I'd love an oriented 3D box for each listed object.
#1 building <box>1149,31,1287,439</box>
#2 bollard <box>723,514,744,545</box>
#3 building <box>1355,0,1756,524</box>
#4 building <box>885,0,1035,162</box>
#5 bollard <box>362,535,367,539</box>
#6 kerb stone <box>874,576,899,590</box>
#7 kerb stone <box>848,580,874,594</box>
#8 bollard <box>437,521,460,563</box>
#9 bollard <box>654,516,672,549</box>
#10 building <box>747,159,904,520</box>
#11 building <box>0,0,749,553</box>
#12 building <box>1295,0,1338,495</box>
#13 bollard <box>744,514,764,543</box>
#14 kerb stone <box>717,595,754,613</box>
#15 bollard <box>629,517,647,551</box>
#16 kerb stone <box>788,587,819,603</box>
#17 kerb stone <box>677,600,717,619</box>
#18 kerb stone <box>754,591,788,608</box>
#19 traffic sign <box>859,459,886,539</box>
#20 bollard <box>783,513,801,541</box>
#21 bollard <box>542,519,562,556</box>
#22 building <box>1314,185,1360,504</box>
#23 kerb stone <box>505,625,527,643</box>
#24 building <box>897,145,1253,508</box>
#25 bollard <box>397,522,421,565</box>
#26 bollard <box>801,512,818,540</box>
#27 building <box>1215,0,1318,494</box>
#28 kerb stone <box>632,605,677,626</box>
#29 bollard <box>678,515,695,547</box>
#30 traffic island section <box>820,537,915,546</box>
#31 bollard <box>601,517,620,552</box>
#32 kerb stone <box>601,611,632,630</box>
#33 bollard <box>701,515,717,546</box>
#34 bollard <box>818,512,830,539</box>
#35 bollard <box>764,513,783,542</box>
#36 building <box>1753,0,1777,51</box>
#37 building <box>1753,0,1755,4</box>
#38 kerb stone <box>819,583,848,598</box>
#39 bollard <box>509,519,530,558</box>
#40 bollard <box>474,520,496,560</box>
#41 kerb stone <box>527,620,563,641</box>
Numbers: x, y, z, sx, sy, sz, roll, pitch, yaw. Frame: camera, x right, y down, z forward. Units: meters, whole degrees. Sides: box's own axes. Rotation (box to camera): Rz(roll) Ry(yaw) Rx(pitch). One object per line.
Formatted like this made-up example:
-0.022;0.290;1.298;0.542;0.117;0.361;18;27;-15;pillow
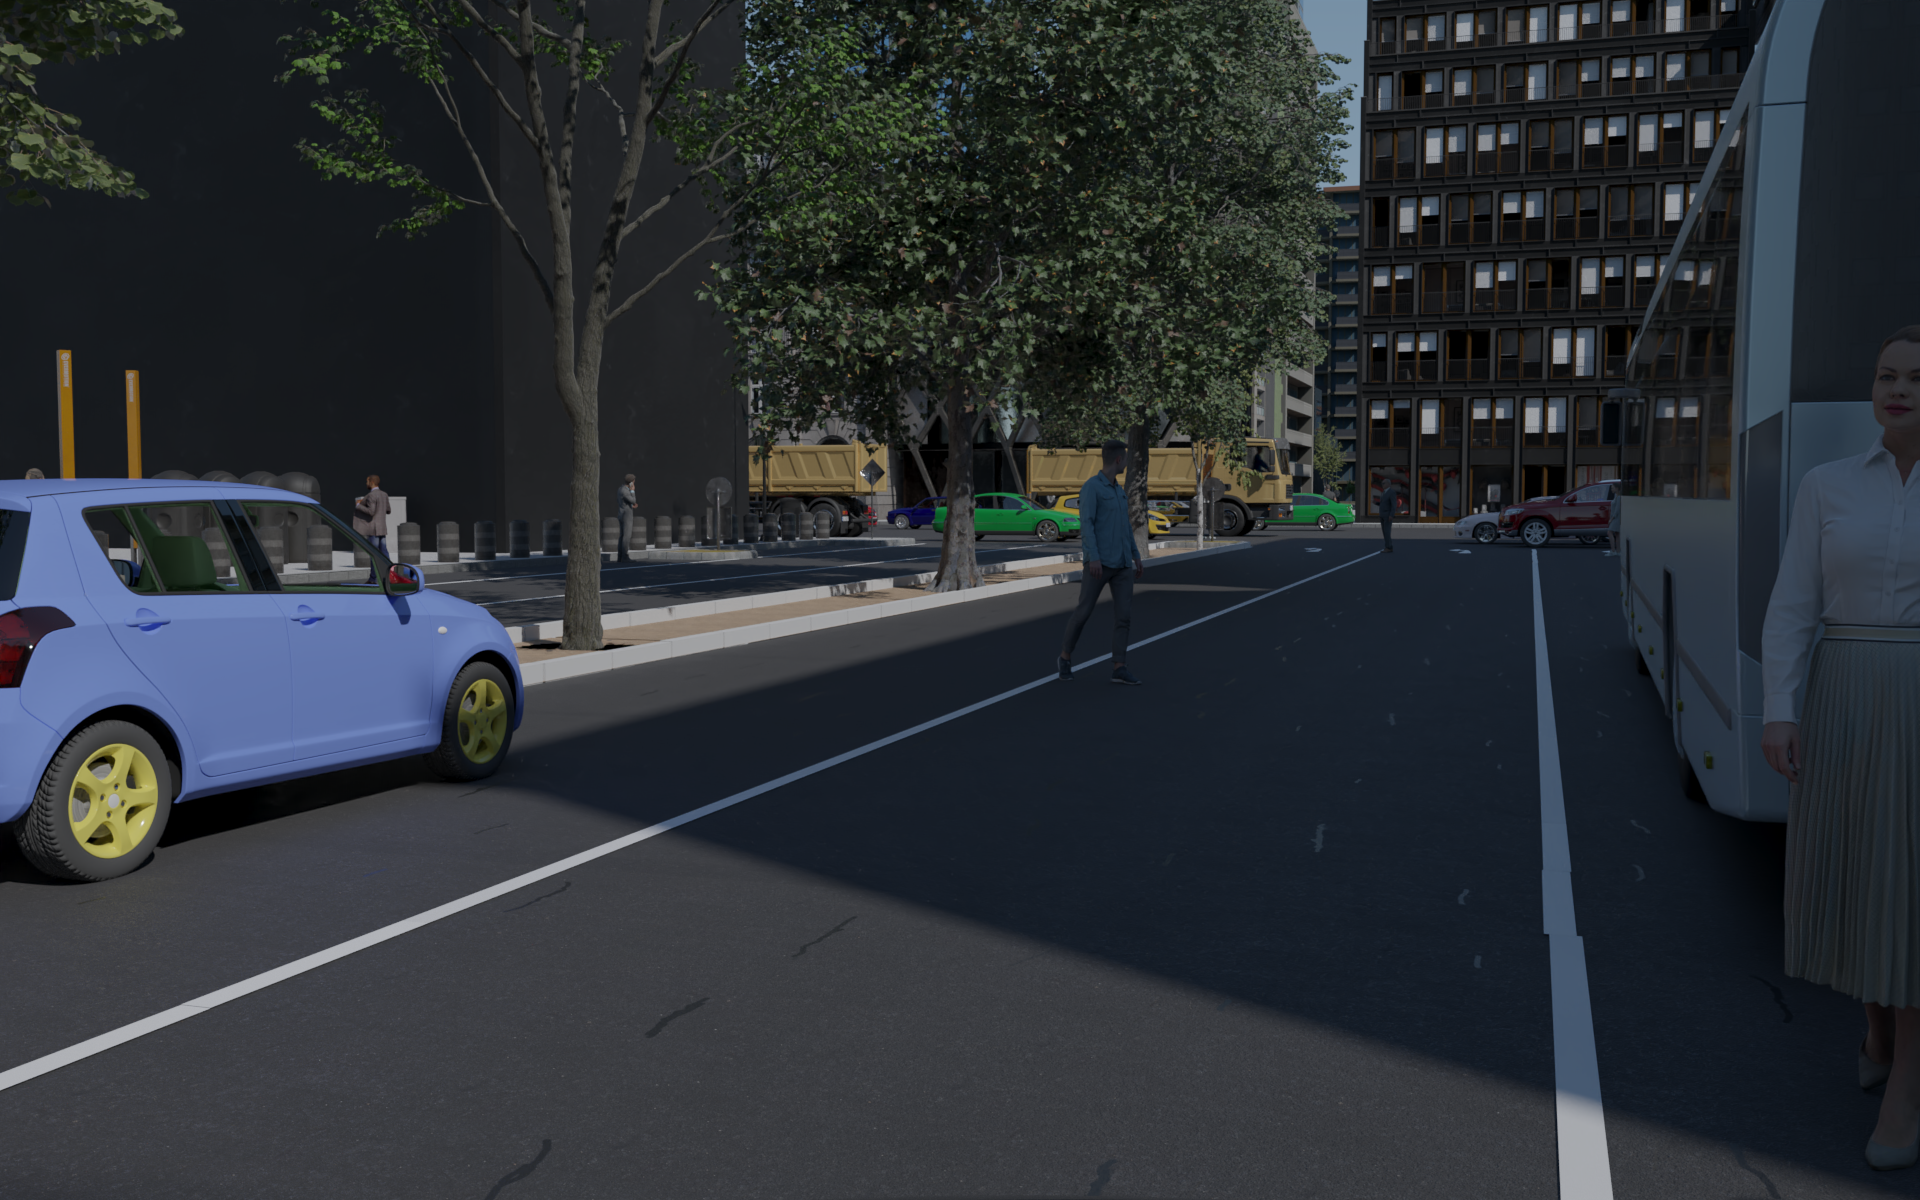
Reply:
19.824;-28.445;148.669;14.154;41.232;14.086;1;4;18;building
-5.835;-1.795;44.063;0.404;0.777;0.398;0;3;0;bollard
26.885;-15.263;79.224;15.834;23.373;12.332;1;4;18;building
-4.126;-54.412;202.312;31.000;86.520;22.319;1;4;18;building
-10.382;-0.950;30.242;0.404;0.777;0.398;0;3;0;bollard
-1.189;-0.234;26.027;0.120;0.150;1.000;1;4;18;kerb stone
-1.517;-0.174;25.048;0.120;0.150;1.000;1;4;18;kerb stone
-9.620;-1.091;32.550;0.404;0.777;0.398;0;3;0;bollard
-6.969;-1.584;40.615;0.404;0.777;0.398;0;3;0;bollard
-13.184;-15.411;93.777;24.055;21.916;13.314;1;4;18;building
-15.390;-13.168;44.968;15.834;23.373;12.332;1;4;18;building
25.565;-53.835;192.866;31.000;86.520;22.319;1;4;18;building
-5.456;-1.865;45.209;0.404;0.777;0.398;0;3;0;bollard
-2.808;0.065;21.132;0.120;0.150;1.000;1;4;18;kerb stone
-7.350;-1.514;39.467;0.404;0.777;0.398;0;3;0;bollard
-2.168;-0.054;23.085;0.120;0.150;1.000;1;4;18;kerb stone
-3.131;0.125;20.149;0.120;0.150;1.000;1;4;18;kerb stone
-2.483;0.005;22.106;0.120;0.150;1.000;1;4;18;kerb stone
-2.497;-2.786;49.195;0.795;2.450;0.064;1;4;18;traffic sign
-4.700;-2.005;47.500;0.404;0.777;0.398;0;3;0;bollard
-8.478;-1.303;36.022;0.404;0.777;0.398;0;3;0;bollard
59.158;-35.874;241.161;28.867;44.769;22.147;1;4;18;building
-4.413;0.364;16.242;0.120;0.150;1.000;1;4;18;kerb stone
6.709;-13.548;88.965;16.811;18.784;16.820;1;4;18;building
-9.997;-1.021;31.409;0.404;0.777;0.398;0;3;0;bollard
-4.323;-2.075;48.641;0.404;0.777;0.398;0;3;0;bollard
22.131;-33.195;166.435;21.300;48.544;21.600;1;4;18;building
-3.446;0.185;19.172;0.120;0.150;1.000;1;4;18;kerb stone
-6.591;-1.654;41.764;0.404;0.777;0.398;0;3;0;bollard
-2.522;-1.650;49.265;2.009;0.180;2.903;1;4;18;traffic island section
-7.730;-1.443;38.308;0.404;0.777;0.398;0;3;0;bollard
-3.778;0.244;18.201;0.120;0.150;1.000;1;4;18;kerb stone
-6.213;-1.724;42.905;0.404;0.777;0.398;0;3;0;bollard
-3.951;-2.145;49.784;0.404;0.777;0.398;0;3;0;bollard
-5.078;-1.935;46.350;0.404;0.777;0.398;0;3;0;bollard
46.325;-16.790;71.781;25.104;27.353;12.463;1;4;18;building
64.824;-27.571;134.381;14.154;41.232;14.086;1;4;18;building
-1.837;-0.115;24.073;0.120;0.150;1.000;1;4;18;kerb stone
-8.861;-1.232;34.856;0.404;0.777;0.398;0;3;0;bollard
-9.240;-1.161;33.700;0.404;0.777;0.398;0;3;0;bollard
-4.096;0.304;17.221;0.120;0.150;1.000;1;4;18;kerb stone
